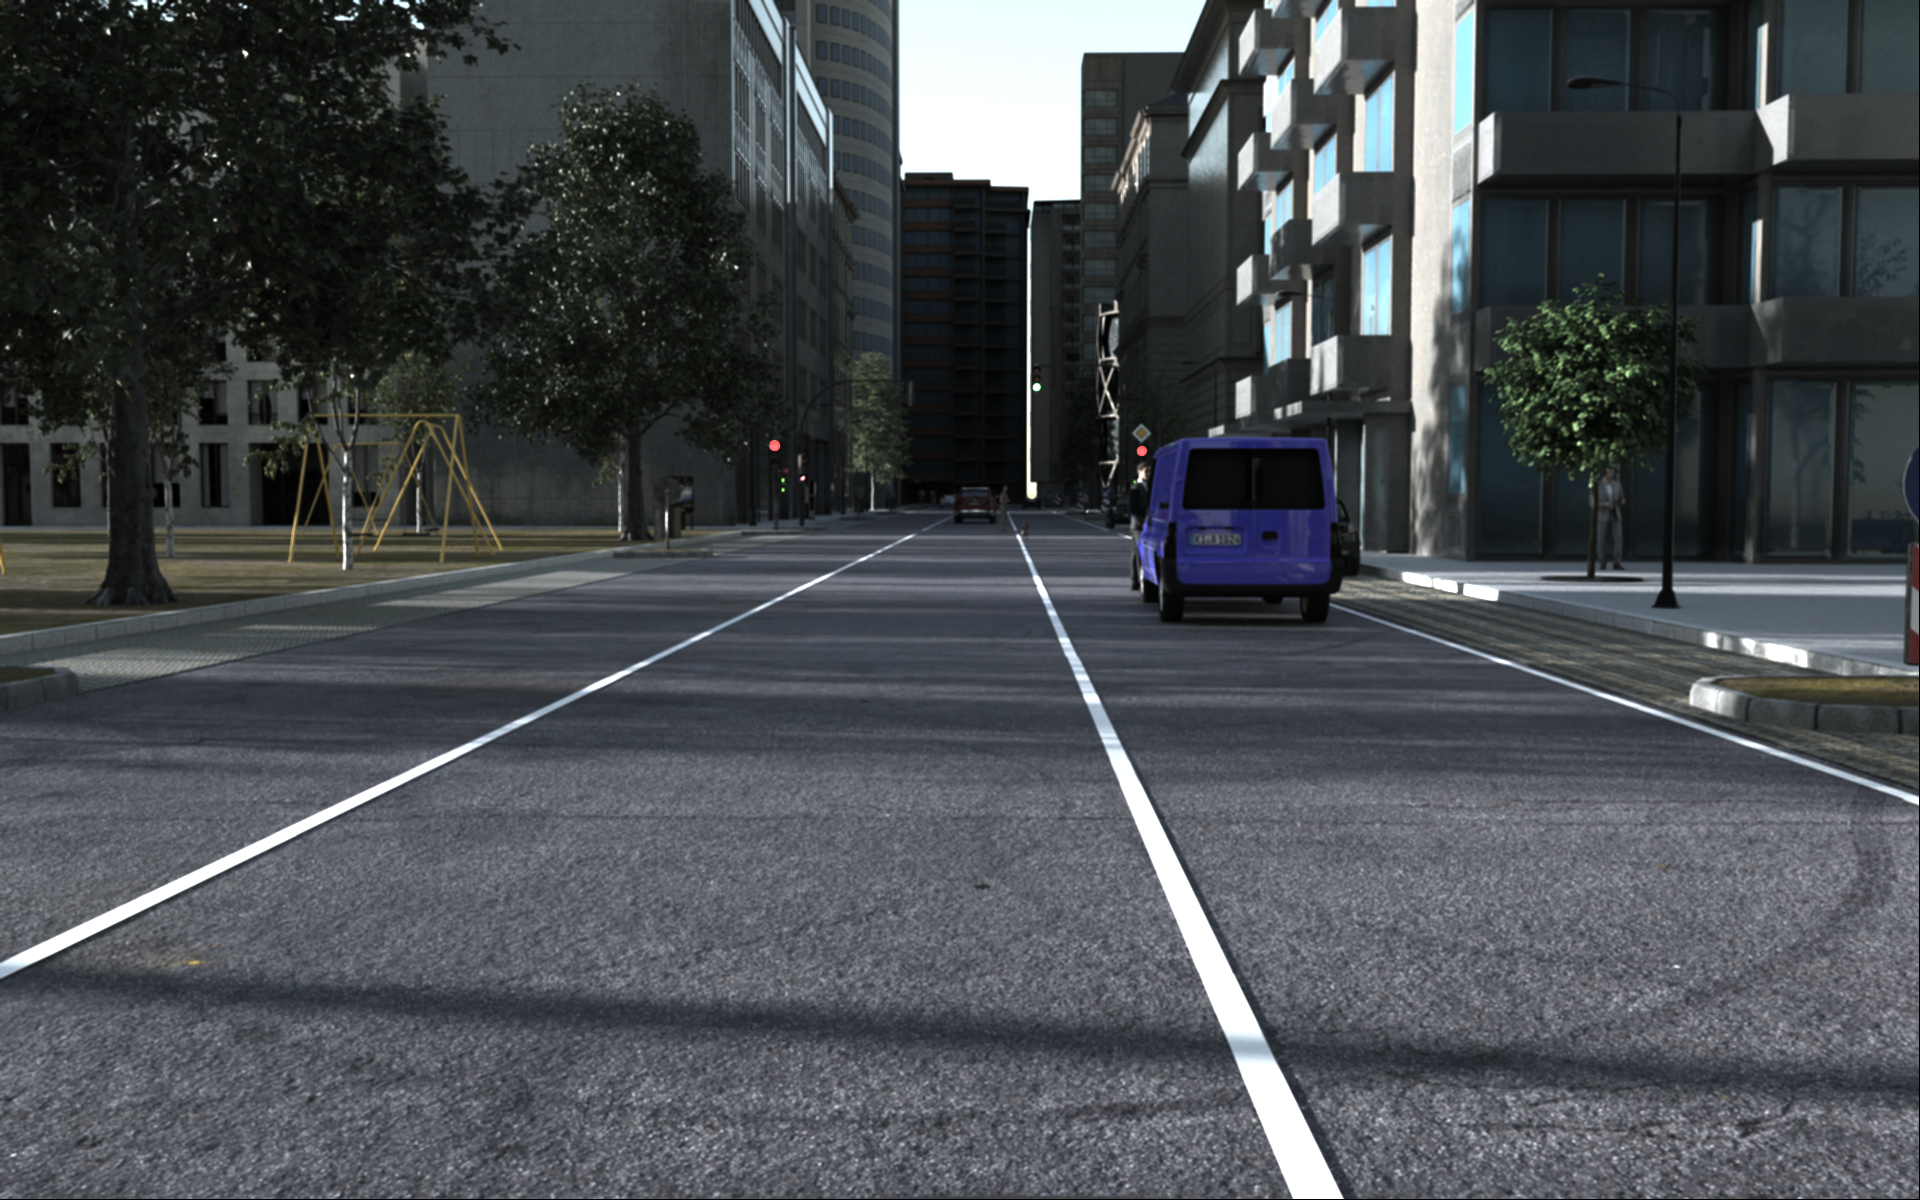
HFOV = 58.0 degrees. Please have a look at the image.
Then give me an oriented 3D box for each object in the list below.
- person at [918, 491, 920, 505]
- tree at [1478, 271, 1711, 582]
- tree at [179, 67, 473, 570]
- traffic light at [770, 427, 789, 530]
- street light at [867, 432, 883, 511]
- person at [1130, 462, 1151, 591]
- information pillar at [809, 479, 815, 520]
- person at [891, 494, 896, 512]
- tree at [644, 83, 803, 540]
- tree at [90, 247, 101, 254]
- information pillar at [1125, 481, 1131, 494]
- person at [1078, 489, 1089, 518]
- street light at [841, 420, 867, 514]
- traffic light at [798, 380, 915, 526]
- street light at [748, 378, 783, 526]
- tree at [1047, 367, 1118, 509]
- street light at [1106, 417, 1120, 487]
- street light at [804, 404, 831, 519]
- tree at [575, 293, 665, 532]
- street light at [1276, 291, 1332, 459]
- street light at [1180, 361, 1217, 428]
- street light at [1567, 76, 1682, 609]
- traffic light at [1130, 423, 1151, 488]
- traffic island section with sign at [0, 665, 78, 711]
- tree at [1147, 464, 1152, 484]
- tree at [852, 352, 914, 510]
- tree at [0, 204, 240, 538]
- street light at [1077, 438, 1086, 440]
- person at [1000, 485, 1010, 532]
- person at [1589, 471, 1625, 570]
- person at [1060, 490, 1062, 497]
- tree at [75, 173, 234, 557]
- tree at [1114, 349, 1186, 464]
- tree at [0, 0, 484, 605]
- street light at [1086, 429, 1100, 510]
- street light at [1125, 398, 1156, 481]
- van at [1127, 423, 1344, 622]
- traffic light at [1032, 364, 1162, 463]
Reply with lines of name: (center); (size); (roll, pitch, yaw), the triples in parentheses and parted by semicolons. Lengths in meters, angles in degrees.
person: (-4.970, -12.352, 208.795); (0.445, 1.727, 0.742); (-1, 4, -17)
tree: (9.339, -2.567, 25.679); (4.285, 4.588, 4.351); (0, 3, 0)
tree: (-10.494, -4.833, 29.379); (4.737, 8.622, 4.395); (0, 3, 0)
traffic light: (-6.471, -4.411, 61.036); (0.839, 4.253, 0.868); (0, 4, 1)
street light: (-6.431, -9.589, 129.322); (1.470, 5.913, 1.316); (0, 4, 1)
person: (2.751, -1.090, 25.678); (0.474, 1.900, 0.648); (1, 4, 10)
information pillar: (-7.392, -5.007, 86.350); (0.304, 2.012, 0.304); (0, 4, -5)
person: (-4.980, -7.284, 128.190); (0.593, 1.750, 0.643); (-1, 4, -11)
tree: (-9.145, -8.008, 47.940); (9.611, 12.733, 9.660); (0, 3, 0)
tree: (-20.869, -5.644, 42.649); (4.737, 8.622, 4.395); (0, 3, 0)
information pillar: (9.312, -5.606, 96.154); (0.304, 2.012, 0.304); (0, 4, 8)
person: (7.213, -5.635, 101.301); (0.598, 1.740, 0.731); (0, 4, 5)
street light: (-6.849, -8.367, 109.337); (1.470, 5.913, 1.316); (0, 4, 1)
traffic light: (-4.197, -5.770, 69.007); (4.771, 5.953, 1.251); (0, 4, 1)
street light: (-7.790, -5.930, 69.494); (1.470, 5.913, 1.316); (0, 4, 1)
tree: (12.402, -14.391, 152.298); (9.611, 12.733, 9.660); (0, 3, 0)
street light: (9.453, -8.039, 103.982); (1.470, 5.913, 1.316); (0, 4, 1)
street light: (-7.373, -7.148, 89.417); (1.470, 5.913, 1.316); (0, 4, 1)
tree: (-11.709, -6.608, 58.407); (4.737, 8.622, 4.395); (0, 3, 0)
street light: (7.915, -4.107, 39.685); (1.470, 5.913, 1.316); (0, 4, 1)
street light: (8.357, -5.374, 60.411); (1.470, 5.913, 1.316); (0, 4, 1)
street light: (7.450, -2.867, 19.416); (1.470, 5.913, 1.316); (0, 4, 1)
traffic light: (7.168, -4.881, 68.732); (0.839, 4.253, 0.868); (0, 4, 1)
traffic island section with sign: (-7.299, -0.199, 11.880); (1.989, 1.847, 2.006); (0, 4, 1)
tree: (10.691, -6.028, 93.154); (1.663, 3.219, 1.824); (0, 3, 0)
tree: (-7.300, -13.470, 138.355); (7.486, 12.596, 7.792); (0, 3, 0)
tree: (-24.921, -7.074, 50.075); (8.767, 10.594, 7.601); (1, 4, 16)
street light: (10.367, -10.476, 143.825); (1.470, 5.913, 1.316); (0, 4, 1)
person: (1.712, -3.490, 65.910); (0.374, 1.781, 0.599); (2, 4, 27)
person: (11.024, -1.416, 29.388); (0.606, 1.804, 0.583); (0, 4, -6)
person: (12.194, -12.577, 212.196); (0.721, 1.766, 1.217); (0, 4, 4)
tree: (-16.260, -5.173, 34.940); (4.360, 8.622, 3.978); (0, 3, 0)
tree: (9.742, -8.365, 87.132); (4.737, 8.622, 4.395); (0, 3, 0)
tree: (-9.751, -6.313, 20.223); (9.611, 12.733, 9.660); (0, 3, 0)
street light: (9.977, -9.258, 123.902); (1.470, 5.913, 1.316); (0, 4, 1)
street light: (8.906, -6.813, 83.933); (1.470, 5.913, 1.316); (0, 4, 1)
van: (3.244, -1.018, 21.033); (2.240, 2.365, 5.245); (0, 4, 2)
traffic light: (4.894, -5.259, 60.655); (4.771, 5.953, 1.251); (0, 4, 1)
